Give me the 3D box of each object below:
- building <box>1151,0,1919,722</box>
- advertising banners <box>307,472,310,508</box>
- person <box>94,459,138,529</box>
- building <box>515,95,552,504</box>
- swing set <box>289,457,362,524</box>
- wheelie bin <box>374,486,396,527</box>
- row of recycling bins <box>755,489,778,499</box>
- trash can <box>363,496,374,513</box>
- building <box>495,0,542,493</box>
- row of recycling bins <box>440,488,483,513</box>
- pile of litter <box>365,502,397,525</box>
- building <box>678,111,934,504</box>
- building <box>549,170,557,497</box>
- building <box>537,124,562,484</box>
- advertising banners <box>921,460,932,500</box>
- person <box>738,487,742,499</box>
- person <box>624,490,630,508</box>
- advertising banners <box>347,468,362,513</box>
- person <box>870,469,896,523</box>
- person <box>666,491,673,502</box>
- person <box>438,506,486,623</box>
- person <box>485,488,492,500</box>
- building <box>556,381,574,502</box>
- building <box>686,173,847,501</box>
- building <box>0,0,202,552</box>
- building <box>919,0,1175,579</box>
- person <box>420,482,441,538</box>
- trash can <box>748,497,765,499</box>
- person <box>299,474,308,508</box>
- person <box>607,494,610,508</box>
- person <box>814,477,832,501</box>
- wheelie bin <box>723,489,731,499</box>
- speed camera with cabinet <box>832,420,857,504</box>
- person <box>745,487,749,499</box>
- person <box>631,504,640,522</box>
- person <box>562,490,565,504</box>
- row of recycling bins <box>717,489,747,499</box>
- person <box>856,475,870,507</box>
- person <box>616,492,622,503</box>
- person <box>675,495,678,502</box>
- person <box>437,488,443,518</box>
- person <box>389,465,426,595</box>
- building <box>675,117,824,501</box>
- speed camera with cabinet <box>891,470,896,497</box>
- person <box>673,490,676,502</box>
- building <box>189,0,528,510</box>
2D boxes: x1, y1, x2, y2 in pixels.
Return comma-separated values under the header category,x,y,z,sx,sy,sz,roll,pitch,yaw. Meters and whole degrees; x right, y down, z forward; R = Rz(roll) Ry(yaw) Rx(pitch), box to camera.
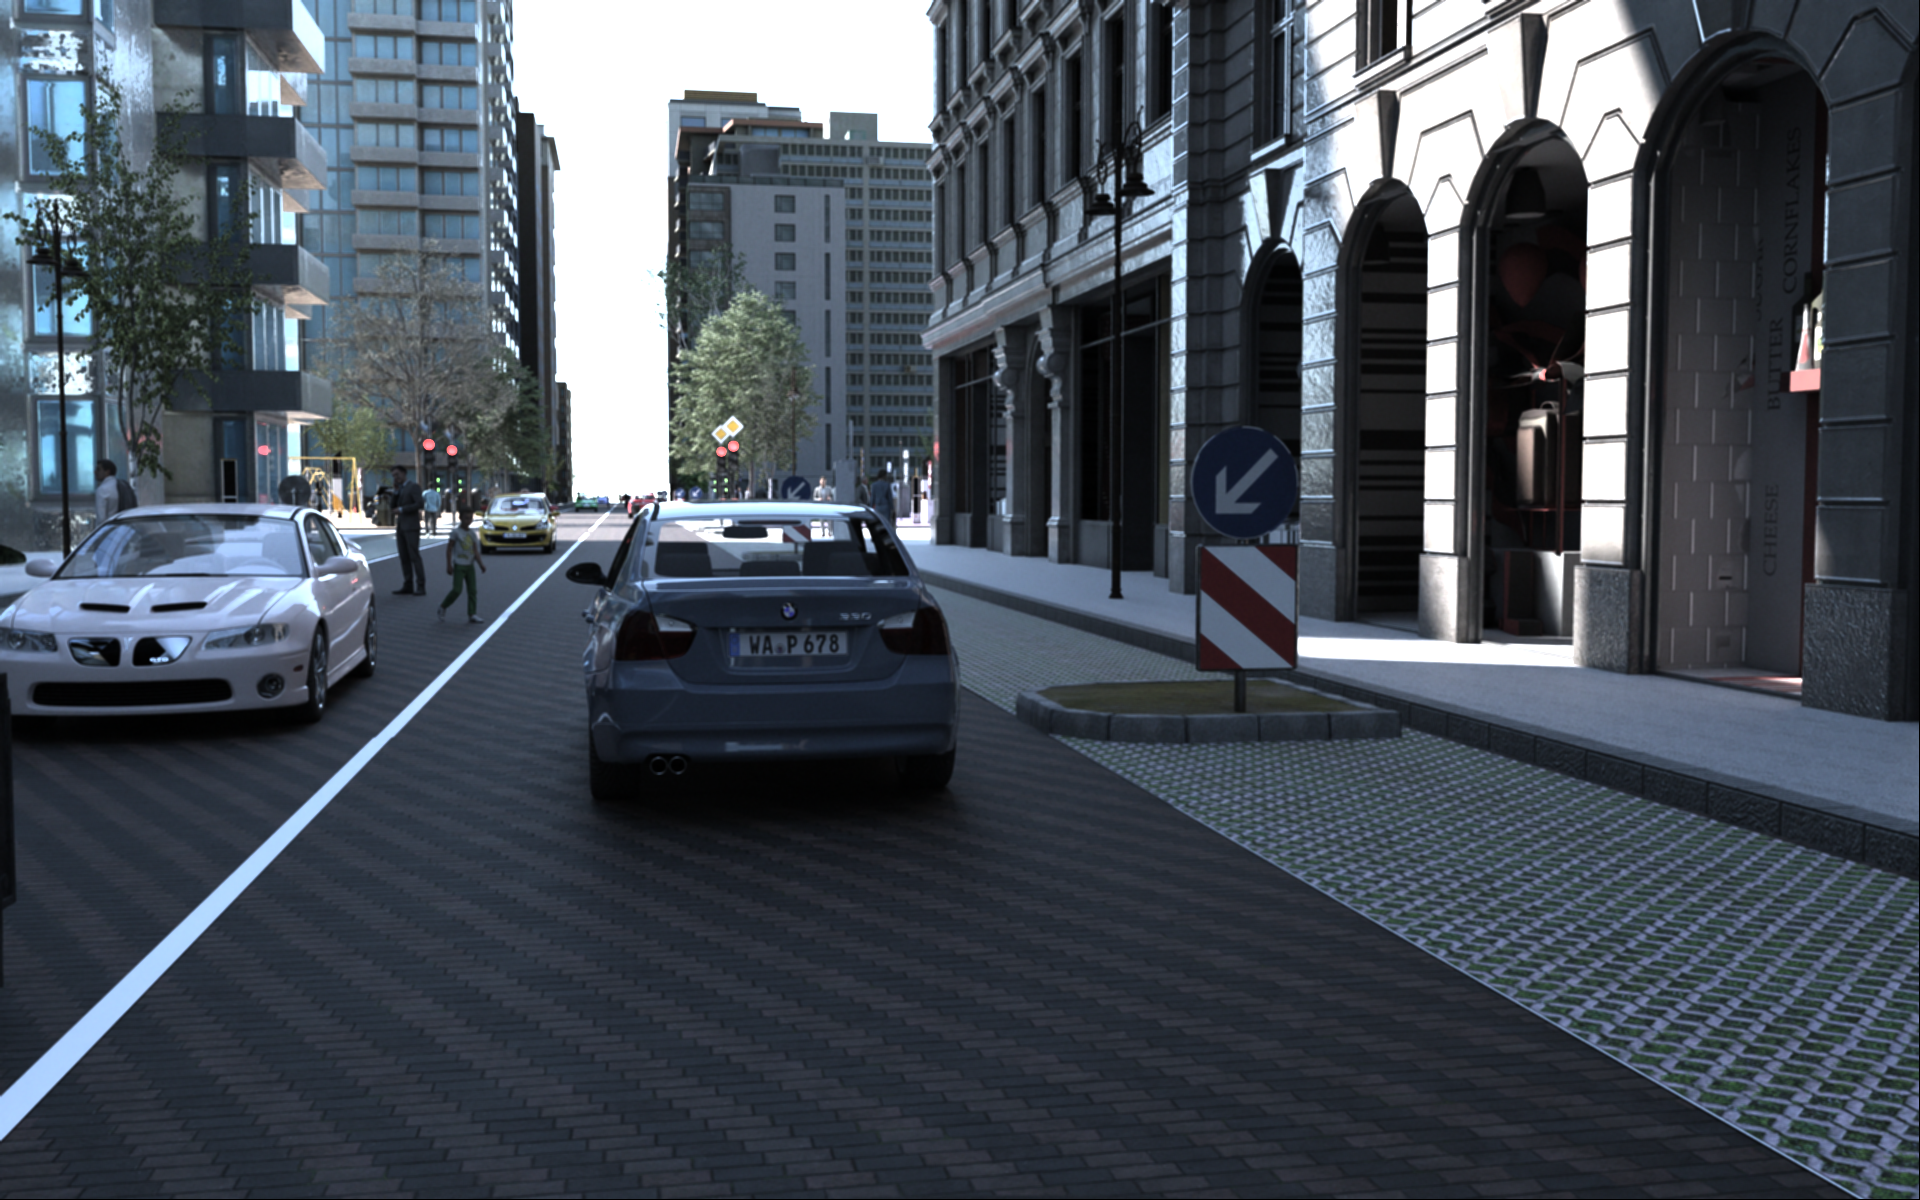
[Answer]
category,x,y,z,sx,sy,sz,roll,pitch,yaw
building,10.671,-10.399,11.817,13.314,21.916,24.055,-1,4,-11
advertising banners,-40.157,-6.758,106.682,0.090,3.025,2.074,-1,4,-18
person,-9.694,-0.692,19.914,0.850,1.850,0.679,0,4,6
building,-55.043,-33.503,197.887,14.600,45.320,14.200,-1,4,-11
swing set,-27.196,-4.672,74.000,3.119,2.851,2.862,-2,4,-28
wheelie bin,-22.427,-3.664,67.817,0.693,1.594,0.980,2,4,30
row of recycling bins,-16.061,-7.985,137.669,3.534,1.692,1.069,2,4,24
trash can,-38.743,-6.226,113.453,0.748,1.137,0.748,0,3,0
building,-54.441,-45.313,179.127,20.563,71.187,20.611,-1,4,-11
row of recycling bins,-34.655,-6.859,119.258,3.534,1.692,1.069,-2,4,-26
pile of litter,-24.077,-3.611,73.001,1.176,0.858,1.719,3,5,41
building,-13.082,-29.865,180.177,32.217,40.220,23.993,-1,4,-11
building,-60.764,-35.366,228.351,14.600,45.320,14.200,-1,4,-11
building,-71.772,-40.272,247.678,28.713,52.752,27.495,-1,4,-11
advertising banners,-1.837,-5.774,90.585,0.090,3.025,2.074,-1,4,-21
person,-14.401,-6.481,112.760,0.760,1.731,0.466,-1,4,-20
person,-34.893,-10.564,181.230,0.705,1.822,1.348,1,4,12
advertising banners,-40.221,-7.271,115.062,0.090,3.025,2.074,-3,5,-45
person,-1.726,-1.948,37.922,0.581,1.822,0.654,1,4,20
person,-38.635,-13.754,231.441,1.217,1.766,0.721,-1,4,-23
person,-5.582,-0.405,19.369,0.590,1.304,0.306,1,4,23
person,-37.048,-7.935,136.131,0.532,1.782,0.716,-1,4,-21
building,-76.500,-26.416,276.933,27.650,21.520,28.899,-1,4,-11
building,-18.156,-23.758,160.141,14.160,30.474,14.107,-1,4,-11
building,-33.344,-25.982,44.410,30.456,49.044,23.786,-1,4,-11
building,3.831,-11.769,43.337,10.553,20.767,40.483,-1,4,-11
person,-17.372,-2.954,56.810,0.660,1.820,0.620,-2,4,-25
trash can,-9.080,-4.022,77.413,0.748,1.137,0.748,0,3,0
person,-17.449,-2.417,45.738,0.526,1.800,0.537,-1,4,-12
person,-36.439,-10.283,179.850,0.599,1.433,0.991,-2,4,-27
person,-4.046,-2.769,51.515,0.606,1.804,0.583,0,4,-7
wheelie bin,-13.165,-5.583,99.192,0.693,1.594,0.980,3,5,42
speed camera with cabinet,-3.183,-3.236,47.243,0.660,3.252,2.038,0,4,-6
person,-14.622,-6.951,119.959,0.678,1.792,0.850,1,4,10
person,-6.801,-1.423,36.787,0.382,1.210,0.505,-2,4,-26
person,-53.871,-14.026,235.304,0.705,1.831,1.348,0,4,1
row of recycling bins,-17.694,-7.700,133.008,1.069,1.692,3.534,-2,4,-28
person,-2.484,-2.409,45.833,0.834,1.777,0.661,1,4,10
person,-54.934,-16.506,279.108,0.721,1.736,1.217,2,4,35
person,-31.578,-11.246,193.151,0.421,1.427,0.697,1,4,17
person,-27.511,-5.189,91.057,0.590,1.801,0.661,-3,5,-44
person,-7.886,-0.998,24.629,0.655,1.846,0.447,3,4,39
building,-22.373,-33.705,205.703,22.147,44.769,28.867,-1,4,-11
speed camera with cabinet,-5.874,-8.962,140.860,2.038,3.252,0.660,-2,4,-24
person,-33.315,-11.976,202.524,0.621,1.740,0.551,1,4,22
building,-51.214,-32.649,153.419,23.786,49.044,30.456,-1,4,-11
